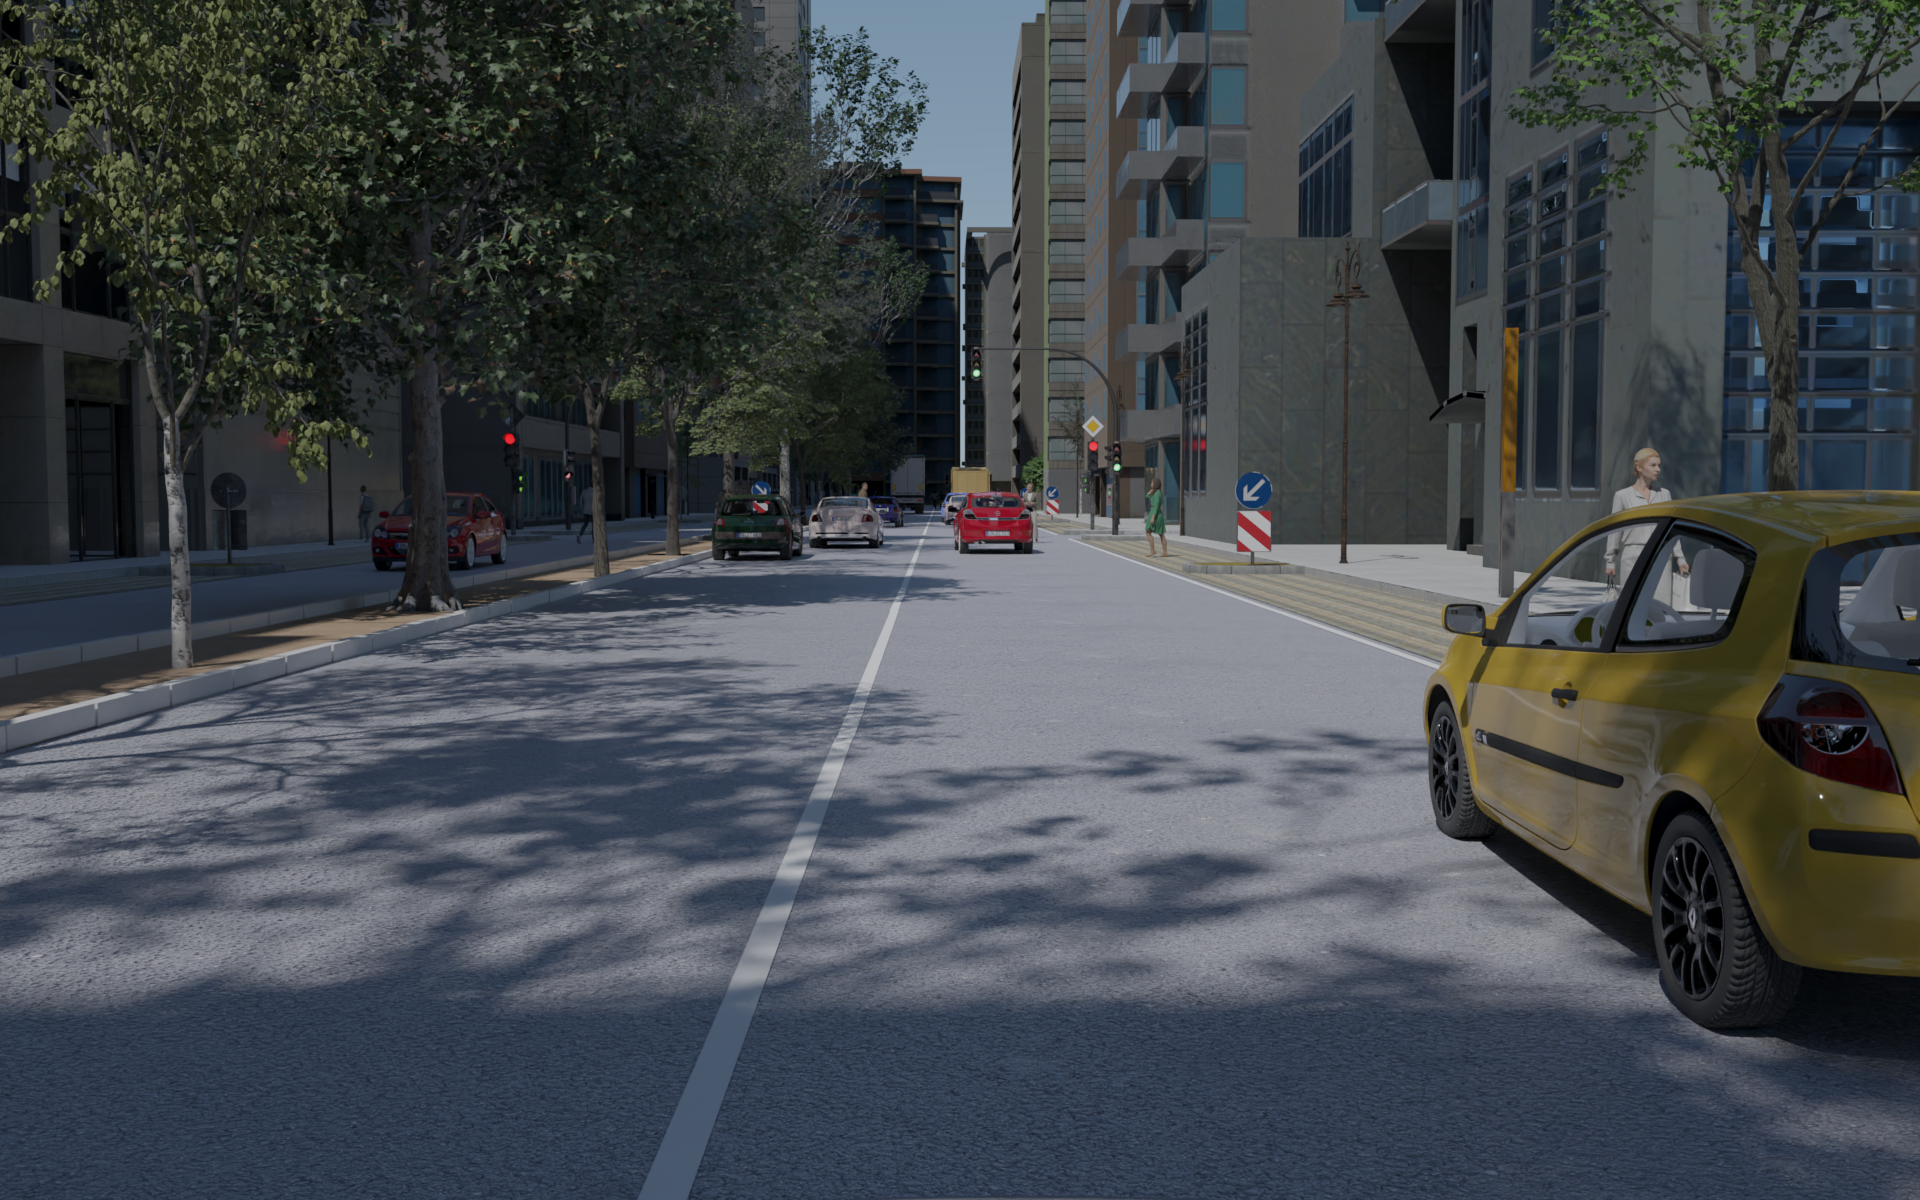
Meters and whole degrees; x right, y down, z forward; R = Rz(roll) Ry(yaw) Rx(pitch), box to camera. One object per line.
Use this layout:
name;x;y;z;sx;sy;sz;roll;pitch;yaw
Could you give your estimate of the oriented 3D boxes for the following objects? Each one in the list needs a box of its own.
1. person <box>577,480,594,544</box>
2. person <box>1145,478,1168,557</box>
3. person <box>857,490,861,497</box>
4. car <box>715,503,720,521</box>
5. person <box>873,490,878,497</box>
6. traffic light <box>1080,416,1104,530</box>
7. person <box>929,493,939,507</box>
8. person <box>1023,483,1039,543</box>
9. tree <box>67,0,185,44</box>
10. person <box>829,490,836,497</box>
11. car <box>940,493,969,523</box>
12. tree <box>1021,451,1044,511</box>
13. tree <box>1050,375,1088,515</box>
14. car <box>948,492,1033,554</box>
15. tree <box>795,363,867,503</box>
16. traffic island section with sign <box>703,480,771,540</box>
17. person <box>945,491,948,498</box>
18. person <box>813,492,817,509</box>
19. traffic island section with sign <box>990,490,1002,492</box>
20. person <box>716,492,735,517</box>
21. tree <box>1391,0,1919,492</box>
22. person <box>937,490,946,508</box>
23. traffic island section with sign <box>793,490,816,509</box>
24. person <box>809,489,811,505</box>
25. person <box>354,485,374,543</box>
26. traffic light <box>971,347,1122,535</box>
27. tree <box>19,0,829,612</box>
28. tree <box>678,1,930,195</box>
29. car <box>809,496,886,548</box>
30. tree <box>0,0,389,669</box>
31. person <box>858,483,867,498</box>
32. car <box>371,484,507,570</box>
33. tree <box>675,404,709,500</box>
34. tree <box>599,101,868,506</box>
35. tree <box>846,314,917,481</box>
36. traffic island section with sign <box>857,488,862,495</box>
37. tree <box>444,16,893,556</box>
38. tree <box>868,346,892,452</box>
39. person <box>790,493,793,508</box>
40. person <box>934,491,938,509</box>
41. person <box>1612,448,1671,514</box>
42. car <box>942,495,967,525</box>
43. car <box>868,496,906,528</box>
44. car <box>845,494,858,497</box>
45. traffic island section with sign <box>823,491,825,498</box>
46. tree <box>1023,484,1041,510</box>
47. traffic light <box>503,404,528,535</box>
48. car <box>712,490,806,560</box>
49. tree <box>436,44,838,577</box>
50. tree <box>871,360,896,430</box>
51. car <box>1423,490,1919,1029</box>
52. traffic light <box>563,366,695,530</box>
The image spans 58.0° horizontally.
person;-10.742;-2.555;50.124;0.661;1.843;0.795;2;4;26
person;4.436;-1.852;39.024;0.529;1.795;0.600;0;4;4
person;-7.161;-7.075;124.664;0.782;1.767;0.515;-1;4;-9
car;-10.976;-4.486;85.708;2.083;1.381;4.827;0;4;0
person;-7.659;-9.102;157.326;0.705;1.822;1.348;2;4;25
traffic light;4.721;-4.462;61.872;0.839;4.253;0.868;0;4;-1
person;-2.788;-11.215;191.844;1.348;1.826;0.705;-1;4;-12
person;2.045;-2.541;50.602;0.519;1.759;0.362;1;4;17
tree;-6.180;-4.282;6.885;8.767;10.594;7.601;0;4;-1
person;-13.589;-10.840;185.743;1.348;1.823;0.705;1;4;21
car;-0.077;-4.780;87.748;1.945;1.707;3.694;0;4;1
tree;6.284;-8.997;130.820;4.285;4.588;4.351;0;3;0
tree;7.741;-9.598;107.294;4.360;8.622;3.978;0;3;0
car;0.791;-2.076;42.976;2.155;1.783;4.494;0;4;-3
tree;-7.253;-8.850;97.519;4.737;8.622;4.395;0;3;0
traffic island section with sign;-6.908;-2.812;54.104;2.006;1.907;1.989;0;4;-1
person;-1.448;-11.591;198.539;0.617;1.759;0.750;-1;4;-17
person;-9.511;-6.548;115.908;0.601;1.785;0.444;0;4;-5
traffic island section with sign;3.275;-11.156;191.028;1.989;1.847;2.006;0;4;-1
person;-7.021;-2.656;52.206;0.678;1.792;0.850;0;4;-3
tree;7.424;-5.503;15.725;9.928;11.665;9.643;0;3;0
person;-1.906;-10.416;178.827;1.348;1.821;0.705;-1;4;-17
traffic island section with sign;-14.833;-9.474;163.531;1.989;1.847;2.006;0;4;-1
person;-17.318;-11.828;199.438;0.705;1.823;1.348;0;4;-5
person;-15.777;-2.275;45.828;0.523;1.515;0.503;-1;4;-15
traffic light;2.723;-4.835;53.722;4.771;5.953;1.251;0;4;-1
tree;-6.548;-6.215;21.078;9.611;12.733;9.660;0;3;0
tree;-7.893;-12.714;66.228;12.611;20.169;13.585;0;3;0
car;-3.071;-2.132;47.218;2.083;1.381;4.827;0;4;0
tree;-6.327;-3.723;13.695;4.737;8.622;4.395;0;3;0
person;-3.516;-3.305;62.448;0.656;1.842;0.836;3;5;39
car;-10.168;-1.525;33.980;2.155;1.783;4.494;0;4;-2
tree;-17.653;-9.690;108.797;4.737;8.622;4.395;0;3;0
tree;-6.805;-7.928;50.201;7.486;12.596;7.792;0;3;0
tree;-7.423;-11.377;105.486;9.611;12.733;9.660;0;3;0
traffic island section with sign;-7.865;-7.860;136.645;2.006;1.907;1.989;0;4;-1
tree;-6.624;-7.757;39.652;12.009;13.543;11.850;0;3;0
tree;-7.476;-10.426;91.044;7.486;12.596;7.792;0;3;0
person;-11.835;-6.809;120.175;0.624;1.780;0.694;1;4;13
person;-2.257;-9.527;164.989;0.721;1.735;1.217;0;4;7
person;5.287;-0.273;13.322;0.694;1.780;0.624;1;4;16
car;0.195;-4.233;81.569;2.083;1.381;4.827;0;4;-1
car;-3.361;-3.837;75.313;1.945;1.354;3.894;0;4;1
car;-10.607;-9.898;170.628;1.959;1.807;4.718;0;4;1
traffic island section with sign;-15.152;-11.149;190.915;1.989;1.847;2.006;0;4;-1
tree;5.815;-8.922;140.481;1.663;3.219;1.824;0;3;0
traffic light;-13.847;-3.959;53.656;0.839;4.253;0.868;0;4;-1
car;-4.499;-1.775;38.804;2.009;1.686;4.222;0;4;0
tree;-6.145;-5.687;29.860;8.767;10.594;7.601;0;4;-1
tree;-7.020;-8.644;78.195;8.767;10.594;7.601;0;4;-1
car;2.838;0.255;6.052;2.015;1.641;3.980;0;4;1
traffic light;-11.849;-5.323;61.700;4.771;5.953;1.251;0;4;-1
